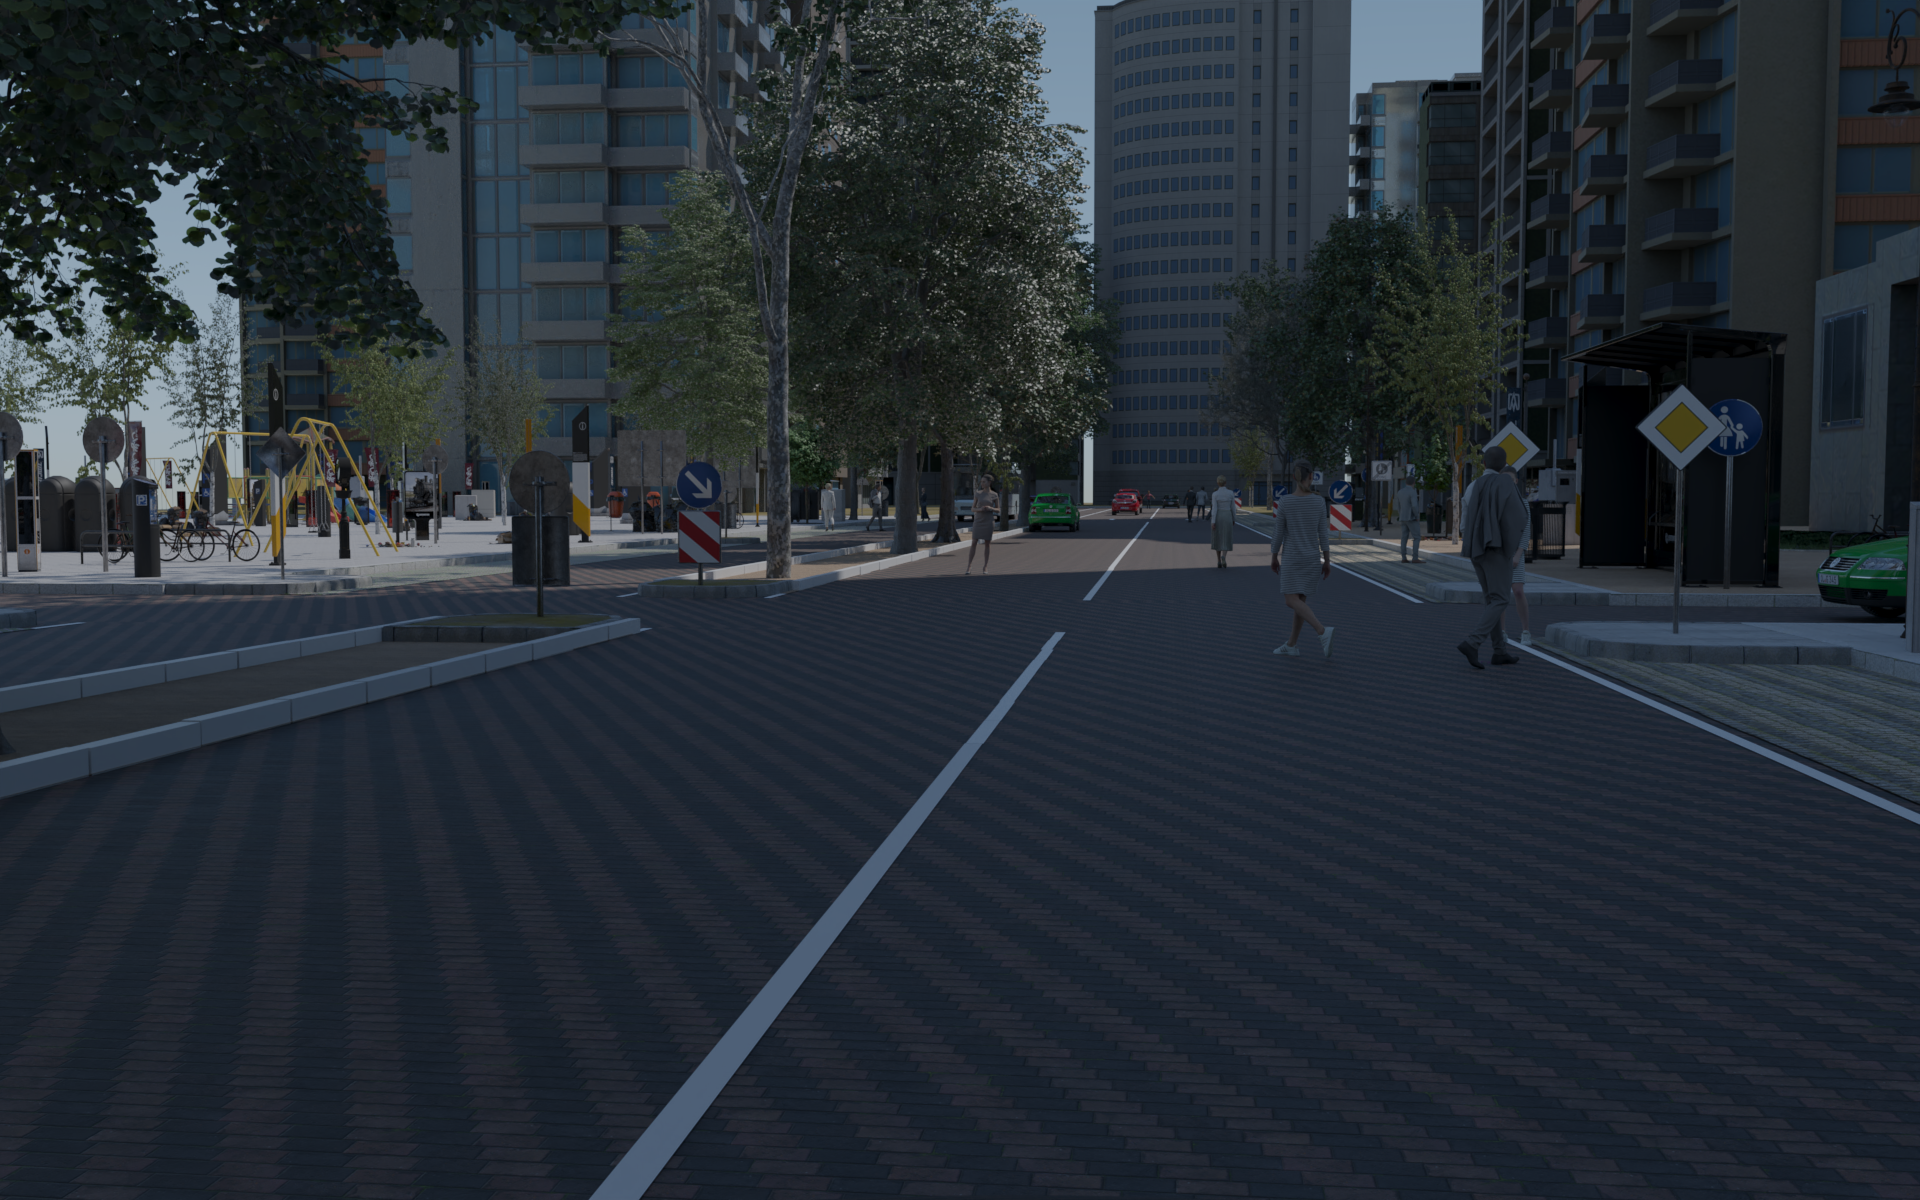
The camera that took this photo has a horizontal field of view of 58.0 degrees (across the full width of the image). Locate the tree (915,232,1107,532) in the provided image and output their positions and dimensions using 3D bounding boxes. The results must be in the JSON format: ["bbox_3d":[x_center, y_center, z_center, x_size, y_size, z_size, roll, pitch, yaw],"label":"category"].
[{"bbox_3d":[1.783,-8.417,65.836,9.928,11.665,9.643,0,3,0],"label":"tree"}]

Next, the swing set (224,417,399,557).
[{"bbox_3d":[-13.600,-2.387,36.642,2.862,2.851,3.119,-1,4,-10],"label":"swing set"}]

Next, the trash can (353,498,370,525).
[{"bbox_3d":[-24.679,-3.656,71.437,0.748,1.137,0.748,0,3,0],"label":"trash can"}]

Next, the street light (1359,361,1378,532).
[{"bbox_3d":[13.890,-5.274,59.016,0.468,5.910,1.993,0,4,7],"label":"street light"}]

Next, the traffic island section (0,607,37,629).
[{"bbox_3d":[-11.157,0.256,18.095,2.009,0.180,2.903,0,4,7],"label":"traffic island section"}]

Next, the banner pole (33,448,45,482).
[{"bbox_3d":[-44.056,-5.703,83.254,0.863,3.779,0.401,-1,4,-22],"label":"banner pole"}]

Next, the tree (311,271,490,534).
[{"bbox_3d":[-18.316,-6.395,54.923,4.737,8.622,4.395,0,3,0],"label":"tree"}]

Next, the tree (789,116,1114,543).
[{"bbox_3d":[-0.374,-8.032,50.781,9.611,12.733,9.660,0,3,0],"label":"tree"}]

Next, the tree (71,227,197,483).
[{"bbox_3d":[-22.720,-5.876,46.441,4.737,8.622,4.395,0,3,0],"label":"tree"}]

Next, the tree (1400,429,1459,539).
[{"bbox_3d":[13.887,-3.409,50.344,1.663,3.219,1.824,0,3,0],"label":"tree"}]

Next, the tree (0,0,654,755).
[{"bbox_3d":[-5.546,-6.110,9.010,9.857,13.997,8.962,0,3,0],"label":"tree"}]

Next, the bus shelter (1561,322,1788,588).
[{"bbox_3d":[10.821,-2.168,26.731,1.731,3.624,6.357,0,4,7],"label":"bus shelter"}]

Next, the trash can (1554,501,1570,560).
[{"bbox_3d":[11.548,-1.363,33.945,0.748,1.137,0.748,0,3,0],"label":"trash can"}]

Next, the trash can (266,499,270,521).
[{"bbox_3d":[-31.413,-4.133,79.228,0.748,1.137,0.748,0,3,0],"label":"trash can"}]

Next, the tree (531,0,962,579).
[{"bbox_3d":[-4.175,-10.482,29.731,12.611,20.169,13.585,0,3,0],"label":"tree"}]

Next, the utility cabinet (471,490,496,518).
[{"bbox_3d":[-25.278,-5.089,91.891,1.173,1.500,0.318,0,4,1],"label":"utility cabinet"}]

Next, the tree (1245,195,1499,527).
[{"bbox_3d":[15.942,-9.177,67.060,9.611,12.733,9.660,0,3,0],"label":"tree"}]

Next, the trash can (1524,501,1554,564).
[{"bbox_3d":[10.412,-1.255,32.174,0.748,1.137,0.748,0,3,0],"label":"trash can"}]

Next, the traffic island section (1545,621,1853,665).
[{"bbox_3d":[6.604,0.388,15.941,2.009,0.180,2.903,0,4,7],"label":"traffic island section"}]

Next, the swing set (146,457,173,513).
[{"bbox_3d":[-34.462,-4.706,74.567,3.119,2.851,2.862,3,5,43],"label":"swing set"}]

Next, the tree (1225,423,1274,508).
[{"bbox_3d":[26.723,-12.789,159.462,4.737,8.622,4.395,0,3,0],"label":"tree"}]

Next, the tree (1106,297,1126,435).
[{"bbox_3d":[2.810,-10.206,75.973,9.857,13.997,8.962,0,3,0],"label":"tree"}]

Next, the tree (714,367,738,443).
[{"bbox_3d":[-13.964,-8.830,94.726,4.360,8.622,3.978,0,3,0],"label":"tree"}]

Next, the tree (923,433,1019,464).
[{"bbox_3d":[1.920,-14.218,142.839,12.009,13.543,11.850,0,3,0],"label":"tree"}]

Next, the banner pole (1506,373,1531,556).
[{"bbox_3d":[11.562,-2.807,35.912,0.863,3.779,0.401,-2,4,-34],"label":"banner pole"}]

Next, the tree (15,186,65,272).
[{"bbox_3d":[-19.416,-5.048,32.904,4.360,8.622,3.978,0,3,0],"label":"tree"}]

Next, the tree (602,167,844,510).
[{"bbox_3d":[-8.889,-8.750,61.188,7.486,12.596,7.792,0,3,0],"label":"tree"}]

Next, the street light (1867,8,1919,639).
[{"bbox_3d":[8.469,-2.596,15.235,0.468,5.910,1.993,0,4,7],"label":"street light"}]

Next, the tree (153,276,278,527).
[{"bbox_3d":[-25.524,-6.648,59.061,4.360,8.622,3.978,0,3,0],"label":"tree"}]

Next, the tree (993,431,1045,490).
[{"bbox_3d":[3.161,-7.983,83.341,4.360,8.622,3.978,0,3,0],"label":"tree"}]

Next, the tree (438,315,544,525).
[{"bbox_3d":[-18.722,-7.335,70.294,4.360,8.622,3.978,0,3,0],"label":"tree"}]

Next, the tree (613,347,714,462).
[{"bbox_3d":[-15.120,-8.211,84.612,4.360,8.622,3.978,0,3,0],"label":"tree"}]

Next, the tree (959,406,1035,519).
[{"bbox_3d":[0.565,-6.470,58.603,4.737,8.622,4.395,0,3,0],"label":"tree"}]

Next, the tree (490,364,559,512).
[{"bbox_3d":[-24.785,-9.003,97.565,4.737,8.622,4.395,0,3,0],"label":"tree"}]

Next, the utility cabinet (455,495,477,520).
[{"bbox_3d":[-24.464,-4.564,85.789,1.020,1.237,0.306,0,4,-3],"label":"utility cabinet"}]

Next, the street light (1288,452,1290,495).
[{"bbox_3d":[18.582,-7.644,97.765,0.468,5.910,1.993,0,4,7],"label":"street light"}]

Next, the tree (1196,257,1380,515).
[{"bbox_3d":[18.154,-10.912,88.774,12.009,13.543,11.850,0,3,0],"label":"tree"}]

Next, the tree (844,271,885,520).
[{"bbox_3d":[-5.309,-10.258,85.840,7.486,12.596,7.792,0,3,0],"label":"tree"}]

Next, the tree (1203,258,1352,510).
[{"bbox_3d":[25.453,-17.197,137.055,12.611,20.169,13.585,0,3,0],"label":"tree"}]

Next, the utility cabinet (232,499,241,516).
[{"bbox_3d":[-42.765,-5.733,102.413,0.318,1.500,1.173,-1,4,-12],"label":"utility cabinet"}]

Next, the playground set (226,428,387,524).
[{"bbox_3d":[-28.460,-5.404,75.141,5.637,4.214,5.302,1,4,18],"label":"playground set"}]

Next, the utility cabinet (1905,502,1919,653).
[{"bbox_3d":[8.212,-0.168,13.913,1.020,1.237,0.306,1,4,19],"label":"utility cabinet"}]

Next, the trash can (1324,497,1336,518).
[{"bbox_3d":[19.935,-4.985,93.152,0.748,1.137,0.748,0,3,0],"label":"trash can"}]

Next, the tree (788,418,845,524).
[{"bbox_3d":[-6.607,-5.555,74.540,4.285,4.588,4.351,0,3,0],"label":"tree"}]

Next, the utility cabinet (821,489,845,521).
[{"bbox_3d":[-5.895,-4.391,80.473,1.173,1.500,0.318,2,4,31],"label":"utility cabinet"}]

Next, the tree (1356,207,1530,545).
[{"bbox_3d":[12.390,-5.703,43.602,4.737,8.622,4.395,0,3,0],"label":"tree"}]

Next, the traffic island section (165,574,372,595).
[{"bbox_3d":[-10.194,-0.229,26.022,2.009,0.180,2.903,0,4,7],"label":"traffic island section"}]

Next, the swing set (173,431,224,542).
[{"bbox_3d":[-17.862,-2.872,44.582,2.862,2.851,3.119,2,4,30],"label":"swing set"}]

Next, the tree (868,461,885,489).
[{"bbox_3d":[-4.281,-8.966,96.958,4.360,8.622,3.978,0,3,0],"label":"tree"}]

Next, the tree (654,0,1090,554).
[{"bbox_3d":[-1.321,-8.065,40.970,9.857,13.997,8.962,0,3,0],"label":"tree"}]

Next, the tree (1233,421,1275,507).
[{"bbox_3d":[28.266,-13.275,167.403,4.360,8.622,3.978,0,3,0],"label":"tree"}]

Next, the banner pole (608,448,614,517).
[{"bbox_3d":[-19.215,-6.441,95.331,0.401,3.779,0.863,1,4,13],"label":"banner pole"}]

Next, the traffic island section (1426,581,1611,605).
[{"bbox_3d":[7.566,-0.097,23.868,2.009,0.180,2.903,0,4,7],"label":"traffic island section"}]
